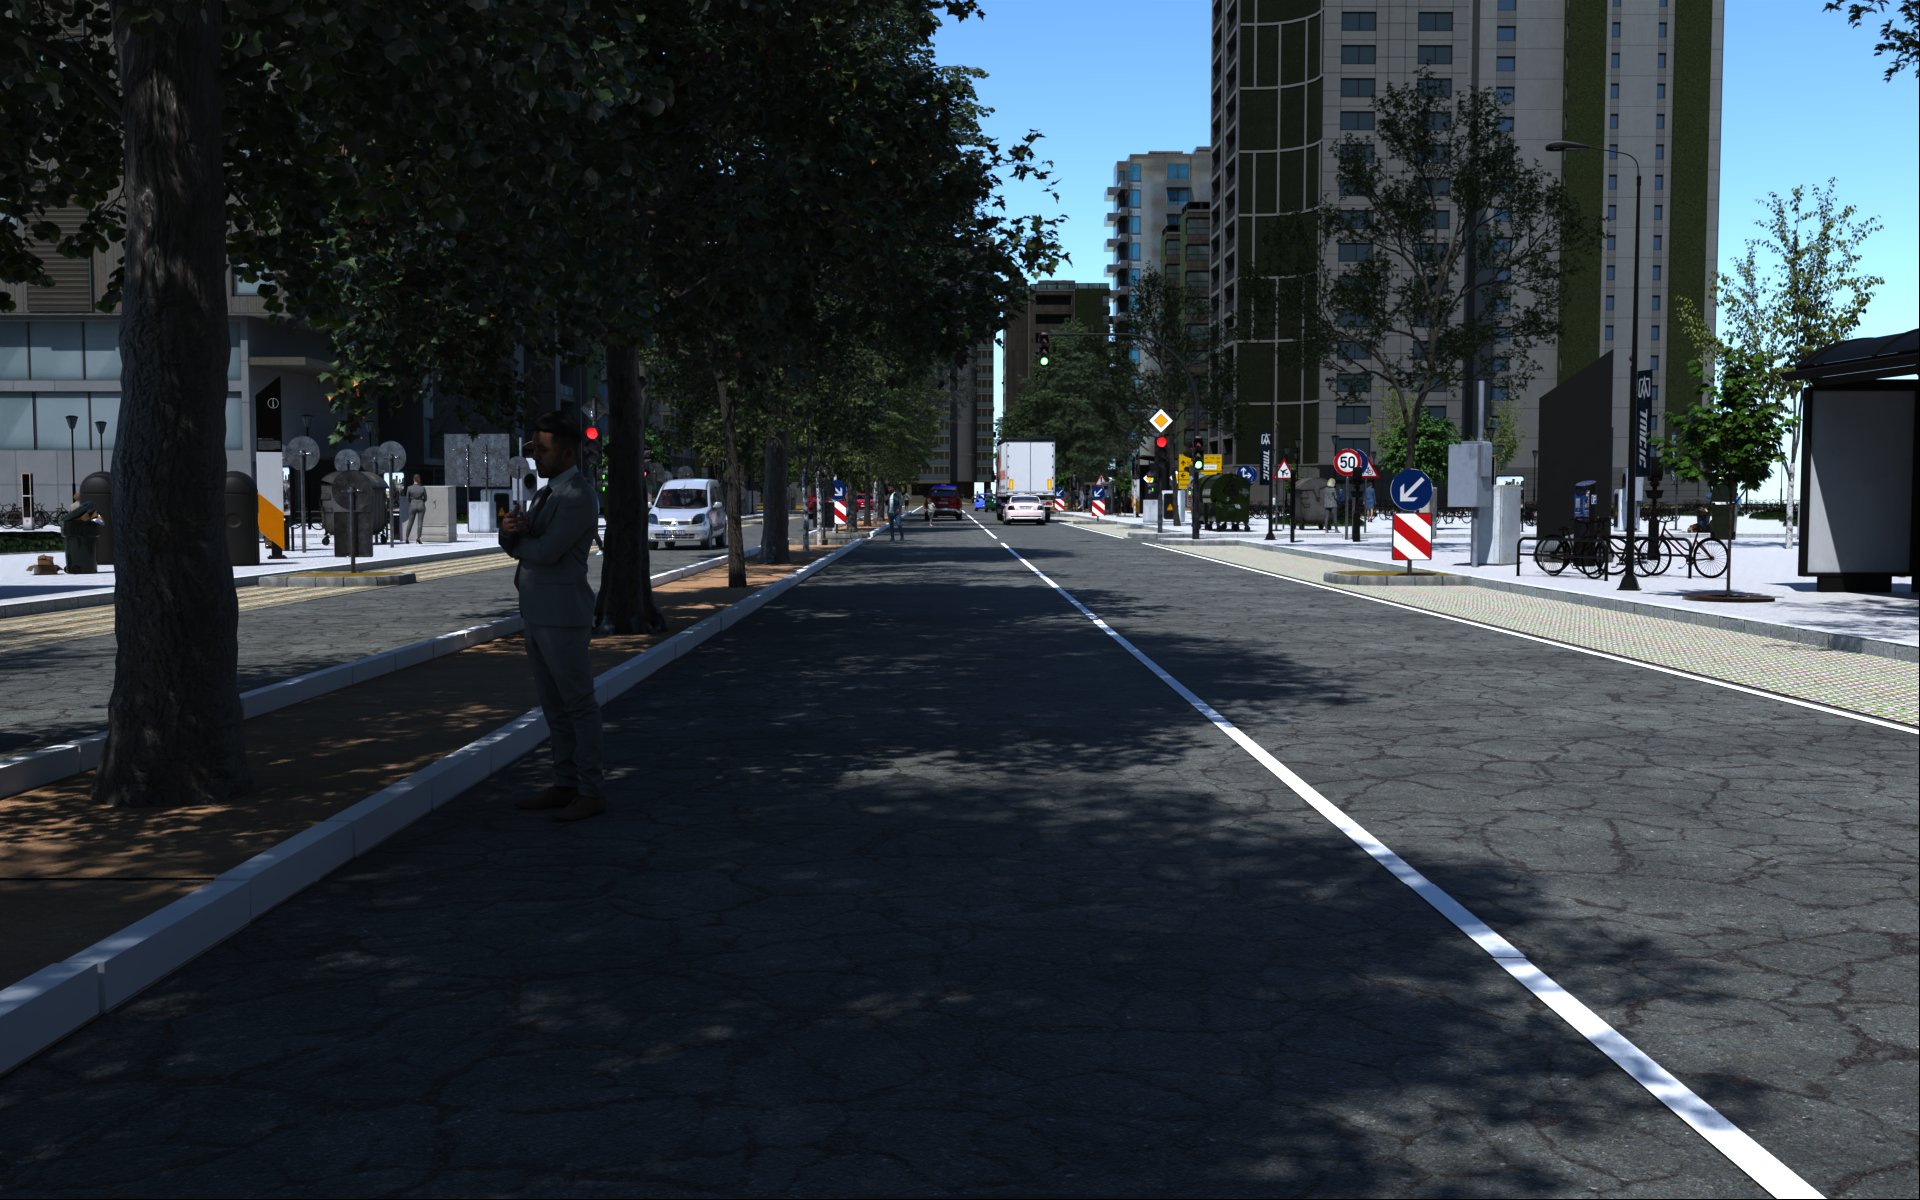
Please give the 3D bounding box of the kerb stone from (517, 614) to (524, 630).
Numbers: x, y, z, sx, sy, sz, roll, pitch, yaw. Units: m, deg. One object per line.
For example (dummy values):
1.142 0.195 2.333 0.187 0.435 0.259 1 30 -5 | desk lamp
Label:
-4.658 0.222 18.580 0.120 0.150 1.000 0 4 -1 | kerb stone

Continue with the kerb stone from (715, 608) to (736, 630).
-2.552 0.221 18.587 0.120 0.150 1.000 0 4 -1 | kerb stone

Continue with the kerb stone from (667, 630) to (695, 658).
-2.525 0.409 15.508 0.120 0.150 1.000 0 4 -1 | kerb stone

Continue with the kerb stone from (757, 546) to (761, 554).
-4.896 -1.156 41.156 0.120 0.150 1.000 0 4 -1 | kerb stone

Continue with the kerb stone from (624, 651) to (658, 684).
-2.506 0.539 13.453 0.120 0.150 1.000 0 4 -1 | kerb stone

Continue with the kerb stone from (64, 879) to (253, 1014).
-2.419 1.041 5.266 0.120 0.150 1.000 0 4 -1 | kerb stone

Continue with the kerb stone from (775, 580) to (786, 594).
-2.624 -0.156 24.748 0.120 0.150 1.000 0 4 -1 | kerb stone

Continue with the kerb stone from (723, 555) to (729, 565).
-4.826 -0.784 35.009 0.120 0.150 1.000 0 4 -1 | kerb stone

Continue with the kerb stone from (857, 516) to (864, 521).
-5.453 -4.454 95.014 0.120 0.150 1.000 0 4 -1 | kerb stone

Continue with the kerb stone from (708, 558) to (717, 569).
-4.806 -0.658 32.960 0.120 0.150 1.000 0 4 -1 | kerb stone

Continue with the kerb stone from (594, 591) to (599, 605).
-4.707 -0.030 22.691 0.120 0.150 1.000 0 4 -1 | kerb stone

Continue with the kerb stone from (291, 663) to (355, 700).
-4.595 0.597 12.435 0.120 0.150 1.000 0 4 -1 | kerb stone

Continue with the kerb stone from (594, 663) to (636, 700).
-2.492 0.597 12.430 0.120 0.150 1.000 0 4 -1 | kerb stone

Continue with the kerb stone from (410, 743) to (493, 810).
-2.451 0.848 8.337 0.120 0.150 1.000 0 4 -1 | kerb stone

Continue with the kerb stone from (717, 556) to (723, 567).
-4.820 -0.721 33.981 0.120 0.150 1.000 0 4 -1 | kerb stone

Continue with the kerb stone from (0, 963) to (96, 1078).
-2.415 1.099 4.244 0.120 0.150 1.000 0 4 -1 | kerb stone

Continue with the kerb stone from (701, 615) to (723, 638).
-2.555 0.284 17.564 0.120 0.150 1.000 0 4 -1 | kerb stone

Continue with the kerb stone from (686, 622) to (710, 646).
-2.542 0.348 16.533 0.120 0.150 1.000 0 4 -1 | kerb stone

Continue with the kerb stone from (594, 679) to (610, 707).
-2.481 0.662 11.403 0.120 0.150 1.000 0 4 -1 | kerb stone

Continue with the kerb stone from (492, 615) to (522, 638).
-4.649 0.284 17.558 0.120 0.150 1.000 0 4 -1 | kerb stone

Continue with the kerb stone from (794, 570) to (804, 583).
-2.648 -0.339 27.819 0.120 0.150 1.000 0 4 -1 | kerb stone

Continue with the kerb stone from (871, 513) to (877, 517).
-5.656 -5.706 115.511 0.120 0.150 1.000 0 4 -1 | kerb stone

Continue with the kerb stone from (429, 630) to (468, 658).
-4.624 0.409 15.505 0.120 0.150 1.000 0 4 -1 | kerb stone

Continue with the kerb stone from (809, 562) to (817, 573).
-2.688 -0.530 30.890 0.120 0.150 1.000 0 4 -1 | kerb stone

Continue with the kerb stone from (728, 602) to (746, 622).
-2.568 0.158 19.615 0.120 0.150 1.000 0 4 -1 | kerb stone

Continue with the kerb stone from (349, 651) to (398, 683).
-4.608 0.538 13.461 0.120 0.150 1.000 0 4 -1 | kerb stone

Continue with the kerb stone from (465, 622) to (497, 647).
-4.636 0.348 16.533 0.120 0.150 1.000 0 4 -1 | kerb stone

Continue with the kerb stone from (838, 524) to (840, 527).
-5.215 -3.071 72.411 0.120 0.150 1.000 0 4 -1 | kerb stone

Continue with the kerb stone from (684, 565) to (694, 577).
-4.768 -0.466 29.891 0.120 0.150 1.000 0 4 -1 | kerb stone

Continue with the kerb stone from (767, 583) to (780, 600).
-2.609 -0.094 23.726 0.120 0.150 1.000 0 4 -1 | kerb stone

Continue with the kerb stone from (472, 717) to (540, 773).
-2.461 0.785 9.359 0.120 0.150 1.000 0 4 -1 | kerb stone

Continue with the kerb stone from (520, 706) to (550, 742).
-2.478 0.723 10.381 0.120 0.150 1.000 0 4 -1 | kerb stone

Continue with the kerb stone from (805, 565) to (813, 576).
-2.675 -0.469 29.863 0.120 0.150 1.000 0 4 -1 | kerb stone

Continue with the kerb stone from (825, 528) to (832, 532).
-5.160 -2.758 67.294 0.120 0.150 1.000 0 4 -1 | kerb stone

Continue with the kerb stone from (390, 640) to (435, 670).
-4.617 0.472 14.483 0.120 0.150 1.000 0 4 -1 | kerb stone

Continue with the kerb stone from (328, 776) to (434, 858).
-2.441 0.910 7.310 0.120 0.150 1.000 0 4 -1 | kerb stone

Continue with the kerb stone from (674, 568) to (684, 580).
-4.770 -0.407 28.859 0.120 0.150 1.000 0 4 -1 | kerb stone

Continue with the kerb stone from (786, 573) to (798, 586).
-2.644 -0.281 26.796 0.120 0.150 1.000 0 4 -1 | kerb stone

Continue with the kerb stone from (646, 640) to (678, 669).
-2.521 0.474 14.485 0.120 0.150 1.000 0 4 -1 | kerb stone

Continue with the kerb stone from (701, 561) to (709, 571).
-4.795 -0.596 31.935 0.120 0.150 1.000 0 4 -1 | kerb stone

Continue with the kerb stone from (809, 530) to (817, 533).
-5.086 -2.321 60.135 0.120 0.150 1.000 0 4 -1 | kerb stone

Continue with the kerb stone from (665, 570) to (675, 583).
-4.752 -0.344 27.838 0.120 0.150 1.000 0 4 -1 | kerb stone

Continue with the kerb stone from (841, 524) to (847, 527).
-5.269 -3.386 77.552 0.120 0.150 1.000 0 4 -1 | kerb stone

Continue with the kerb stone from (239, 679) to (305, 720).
-4.578 0.663 11.413 0.120 0.150 1.000 0 4 -1 | kerb stone

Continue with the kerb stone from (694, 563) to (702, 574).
-4.786 -0.532 30.913 0.120 0.150 1.000 0 4 -1 | kerb stone

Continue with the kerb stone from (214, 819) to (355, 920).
-2.436 0.973 6.288 0.120 0.150 1.000 0 4 -1 | kerb stone

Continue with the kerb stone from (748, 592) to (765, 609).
-2.588 0.033 21.660 0.120 0.150 1.000 0 4 -1 | kerb stone

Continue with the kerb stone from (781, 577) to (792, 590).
-2.640 -0.211 25.772 0.120 0.150 1.000 0 4 -1 | kerb stone

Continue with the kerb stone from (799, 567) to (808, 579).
-2.665 -0.406 28.841 0.120 0.150 1.000 0 4 -1 | kerb stone

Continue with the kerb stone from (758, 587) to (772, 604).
-2.605 -0.030 22.690 0.120 0.150 1.000 0 4 -1 | kerb stone

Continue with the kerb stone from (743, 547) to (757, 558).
-4.876 -1.097 40.134 0.120 0.150 1.000 0 4 -1 | kerb stone

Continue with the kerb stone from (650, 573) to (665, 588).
-4.739 -0.282 26.808 0.120 0.150 1.000 0 4 -1 | kerb stone

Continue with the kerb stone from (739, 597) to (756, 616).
-2.577 0.095 20.638 0.120 0.150 1.000 0 4 -1 | kerb stone
